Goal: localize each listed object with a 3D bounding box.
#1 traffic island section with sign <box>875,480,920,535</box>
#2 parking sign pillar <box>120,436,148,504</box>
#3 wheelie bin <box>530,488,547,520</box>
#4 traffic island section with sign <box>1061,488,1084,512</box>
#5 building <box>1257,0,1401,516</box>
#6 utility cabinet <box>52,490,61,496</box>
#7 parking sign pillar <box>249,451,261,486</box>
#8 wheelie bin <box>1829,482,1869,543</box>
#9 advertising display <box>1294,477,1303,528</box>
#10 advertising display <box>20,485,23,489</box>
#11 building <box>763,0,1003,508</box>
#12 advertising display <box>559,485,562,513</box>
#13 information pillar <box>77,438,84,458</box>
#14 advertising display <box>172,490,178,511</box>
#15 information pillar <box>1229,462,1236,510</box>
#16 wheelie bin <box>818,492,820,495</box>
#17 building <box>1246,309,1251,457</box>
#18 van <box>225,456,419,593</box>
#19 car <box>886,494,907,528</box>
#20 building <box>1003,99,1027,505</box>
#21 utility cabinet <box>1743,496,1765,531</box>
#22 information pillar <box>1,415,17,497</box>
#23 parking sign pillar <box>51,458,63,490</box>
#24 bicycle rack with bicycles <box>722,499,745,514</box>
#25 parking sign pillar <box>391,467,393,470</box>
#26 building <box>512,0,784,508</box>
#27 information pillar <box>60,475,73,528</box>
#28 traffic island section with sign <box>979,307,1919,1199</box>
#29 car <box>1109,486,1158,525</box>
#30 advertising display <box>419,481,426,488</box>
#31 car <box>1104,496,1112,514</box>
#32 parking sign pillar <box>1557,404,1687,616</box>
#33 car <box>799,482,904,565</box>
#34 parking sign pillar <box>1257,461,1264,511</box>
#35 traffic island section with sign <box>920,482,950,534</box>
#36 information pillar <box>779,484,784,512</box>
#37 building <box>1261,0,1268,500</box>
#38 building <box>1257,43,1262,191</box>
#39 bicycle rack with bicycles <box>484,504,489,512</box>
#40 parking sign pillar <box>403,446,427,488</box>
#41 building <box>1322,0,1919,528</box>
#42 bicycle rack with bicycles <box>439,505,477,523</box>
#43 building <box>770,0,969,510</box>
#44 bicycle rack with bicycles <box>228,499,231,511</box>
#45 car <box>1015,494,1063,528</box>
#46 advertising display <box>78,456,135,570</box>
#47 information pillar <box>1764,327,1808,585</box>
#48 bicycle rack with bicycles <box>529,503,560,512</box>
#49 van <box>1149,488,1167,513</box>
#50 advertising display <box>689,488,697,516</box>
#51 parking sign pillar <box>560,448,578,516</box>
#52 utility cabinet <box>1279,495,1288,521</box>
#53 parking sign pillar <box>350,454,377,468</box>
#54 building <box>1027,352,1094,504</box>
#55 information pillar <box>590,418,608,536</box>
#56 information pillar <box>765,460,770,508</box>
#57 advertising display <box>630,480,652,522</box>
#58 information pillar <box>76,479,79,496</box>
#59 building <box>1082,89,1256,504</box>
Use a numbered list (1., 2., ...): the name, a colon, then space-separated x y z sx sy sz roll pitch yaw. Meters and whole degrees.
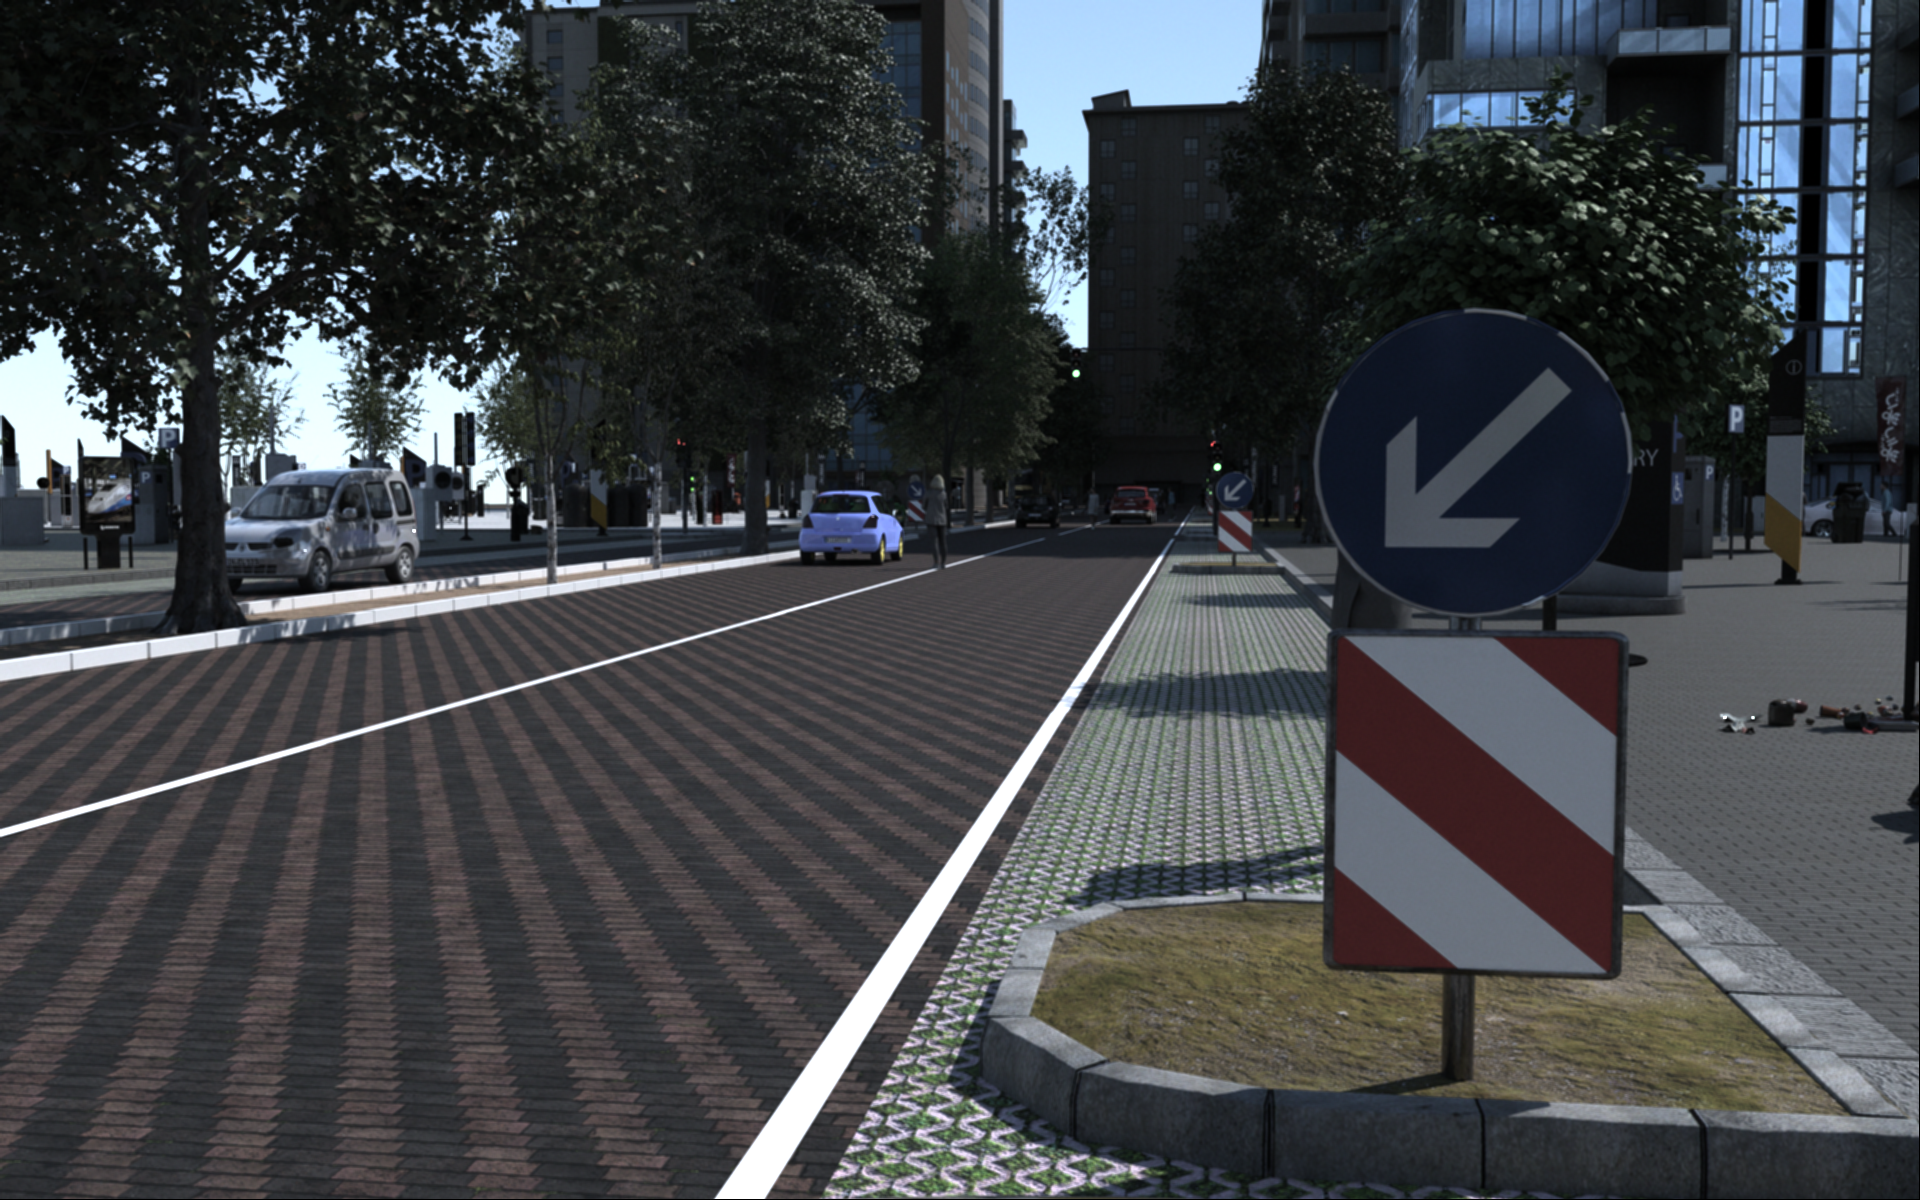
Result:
1. traffic island section with sign: -2.507 -2.880 55.217 2.006 1.907 1.989 0 4 8
2. parking sign pillar: -38.145 -5.609 80.183 1.447 3.967 1.447 0 4 -4
3. wheelie bin: -20.891 -4.786 86.165 0.980 1.594 0.693 0 4 6
4. traffic island section with sign: 8.939 -7.880 136.968 2.006 1.907 1.989 0 4 8
5. building: 31.245 -30.182 113.080 23.786 49.044 30.456 0 4 8
6. utility cabinet: -45.009 -4.741 86.199 1.173 1.500 0.318 2 4 29
7. parking sign pillar: -41.985 -7.019 103.233 1.447 3.967 1.447 -1 4 -12
8. wheelie bin: 23.398 -2.300 45.508 0.980 1.594 0.693 0 4 -2
9. advertising display: 12.770 -3.682 65.419 0.123 1.923 0.974 0 4 -2
10. advertising display: -68.756 -7.420 126.528 0.123 1.923 0.974 0 4 5
11. building: -7.855 -38.250 167.389 21.231 58.520 28.212 0 4 8
12. advertising display: -26.474 -6.806 116.484 0.974 1.923 0.123 0 4 -5
13. information pillar: -36.971 -4.987 72.888 0.183 3.616 0.504 -1 4 -10
14. advertising display: -50.131 -6.446 110.608 0.123 1.923 0.974 0 4 -6
15. information pillar: 19.237 -8.003 122.205 0.504 3.616 0.183 0 4 7
16. wheelie bin: -10.128 -6.875 120.320 0.980 1.594 0.693 2 4 28
17. building: 40.202 -26.223 200.440 14.160 30.474 14.107 0 4 8
18. van: -9.877 -1.192 26.495 2.013 2.044 4.112 1 4 9
19. car: -3.225 -3.597 67.603 1.959 1.807 4.718 0 4 8
20. building: -7.835 -35.610 201.832 30.456 49.044 23.786 0 4 8
21. utility cabinet: 27.459 -2.973 59.771 1.020 1.237 0.306 -3 4 -36
22. information pillar: -28.277 -3.679 51.513 0.183 3.616 0.504 1 4 10
23. parking sign pillar: -65.939 -8.459 126.769 1.447 3.967 1.447 0 4 -7
24. bicycle rack with bicycles: -14.406 -6.181 114.443 2.925 0.926 2.852 -1 4 -20
25. parking sign pillar: -39.122 -7.903 117.694 1.447 3.967 1.447 -3 5 -41
26. building: -37.418 -40.667 206.897 28.212 58.520 21.231 0 4 8
27. information pillar: -34.327 -3.794 66.521 0.304 2.012 0.304 3 5 43
28. traffic island section with sign: 1.094 0.253 4.493 1.989 1.847 2.006 0 4 8
29. car: 8.315 -4.554 83.131 2.281 1.827 5.304 1 4 9
30. advertising display: -26.566 -4.978 86.611 0.974 1.923 0.123 0 4 2
31. car: 11.463 -6.944 126.109 1.945 1.354 3.894 1 4 9
32. parking sign pillar: 7.180 -1.859 18.868 1.447 3.967 1.447 3 5 43
33. car: -2.219 -1.632 36.267 1.945 1.707 3.694 0 4 7
34. parking sign pillar: 23.201 -8.910 134.157 1.447 3.967 1.447 1 4 18
35. traffic island section with sign: -1.470 -3.328 62.551 2.006 1.907 1.989 0 4 8
36. information pillar: -12.754 -7.297 123.802 0.304 2.012 0.304 -1 4 -20
37. building: 31.722 -28.067 142.484 14.154 41.232 14.086 0 4 8
38. building: 39.092 -31.133 163.647 22.147 44.769 28.867 0 4 8
39. bicycle rack with bicycles: -34.085 -6.561 120.653 2.852 0.926 2.925 -2 4 -34
40. parking sign pillar: -30.577 -6.658 97.335 1.447 3.967 1.447 -3 4 -36
41. building: 30.433 -46.294 69.581 31.000 86.520 22.319 0 4 8
42. bicycle rack with bicycles: -23.982 -4.008 78.916 2.925 0.926 2.852 1 4 13
43. building: -7.073 -30.349 146.310 14.600 45.320 14.200 0 4 8
44. bicycle rack with bicycles: -54.306 -7.100 129.462 2.852 0.926 2.925 0 4 5
45. car: 3.355 -3.936 74.141 2.009 1.686 4.222 0 4 7
46. advertising display: -14.619 -1.498 29.699 0.123 1.923 0.974 2 4 29
47. information pillar: 11.715 -2.031 24.554 0.504 3.616 0.183 3 4 36
48. bicycle rack with bicycles: -29.386 -6.848 125.351 2.925 0.926 2.852 1 4 12
49. van: 14.623 -7.556 130.557 2.013 2.044 4.112 0 4 6
50. advertising display: -15.935 -5.999 103.304 0.123 1.923 0.974 -2 4 -29
51. parking sign pillar: -22.826 -6.903 101.336 1.447 3.967 1.447 -3 5 -41
52. utility cabinet: 15.431 -4.366 82.544 0.306 1.237 1.020 1 4 19
53. parking sign pillar: -39.830 -7.739 115.011 1.447 3.967 1.447 0 4 -7
54. building: 3.128 -24.035 238.018 28.899 21.520 27.650 0 4 8
55. information pillar: -11.055 -3.771 53.011 0.504 3.616 0.183 -1 4 -16
56. information pillar: -11.582 -6.835 103.111 0.504 3.616 0.183 0 4 -5
57. advertising display: -14.698 -4.558 79.735 0.974 1.923 0.123 0 4 -8
58. information pillar: -41.737 -4.753 82.203 0.304 2.012 0.304 -3 4 -36
59. building: 31.057 -39.386 233.198 27.495 52.752 28.713 0 4 8
